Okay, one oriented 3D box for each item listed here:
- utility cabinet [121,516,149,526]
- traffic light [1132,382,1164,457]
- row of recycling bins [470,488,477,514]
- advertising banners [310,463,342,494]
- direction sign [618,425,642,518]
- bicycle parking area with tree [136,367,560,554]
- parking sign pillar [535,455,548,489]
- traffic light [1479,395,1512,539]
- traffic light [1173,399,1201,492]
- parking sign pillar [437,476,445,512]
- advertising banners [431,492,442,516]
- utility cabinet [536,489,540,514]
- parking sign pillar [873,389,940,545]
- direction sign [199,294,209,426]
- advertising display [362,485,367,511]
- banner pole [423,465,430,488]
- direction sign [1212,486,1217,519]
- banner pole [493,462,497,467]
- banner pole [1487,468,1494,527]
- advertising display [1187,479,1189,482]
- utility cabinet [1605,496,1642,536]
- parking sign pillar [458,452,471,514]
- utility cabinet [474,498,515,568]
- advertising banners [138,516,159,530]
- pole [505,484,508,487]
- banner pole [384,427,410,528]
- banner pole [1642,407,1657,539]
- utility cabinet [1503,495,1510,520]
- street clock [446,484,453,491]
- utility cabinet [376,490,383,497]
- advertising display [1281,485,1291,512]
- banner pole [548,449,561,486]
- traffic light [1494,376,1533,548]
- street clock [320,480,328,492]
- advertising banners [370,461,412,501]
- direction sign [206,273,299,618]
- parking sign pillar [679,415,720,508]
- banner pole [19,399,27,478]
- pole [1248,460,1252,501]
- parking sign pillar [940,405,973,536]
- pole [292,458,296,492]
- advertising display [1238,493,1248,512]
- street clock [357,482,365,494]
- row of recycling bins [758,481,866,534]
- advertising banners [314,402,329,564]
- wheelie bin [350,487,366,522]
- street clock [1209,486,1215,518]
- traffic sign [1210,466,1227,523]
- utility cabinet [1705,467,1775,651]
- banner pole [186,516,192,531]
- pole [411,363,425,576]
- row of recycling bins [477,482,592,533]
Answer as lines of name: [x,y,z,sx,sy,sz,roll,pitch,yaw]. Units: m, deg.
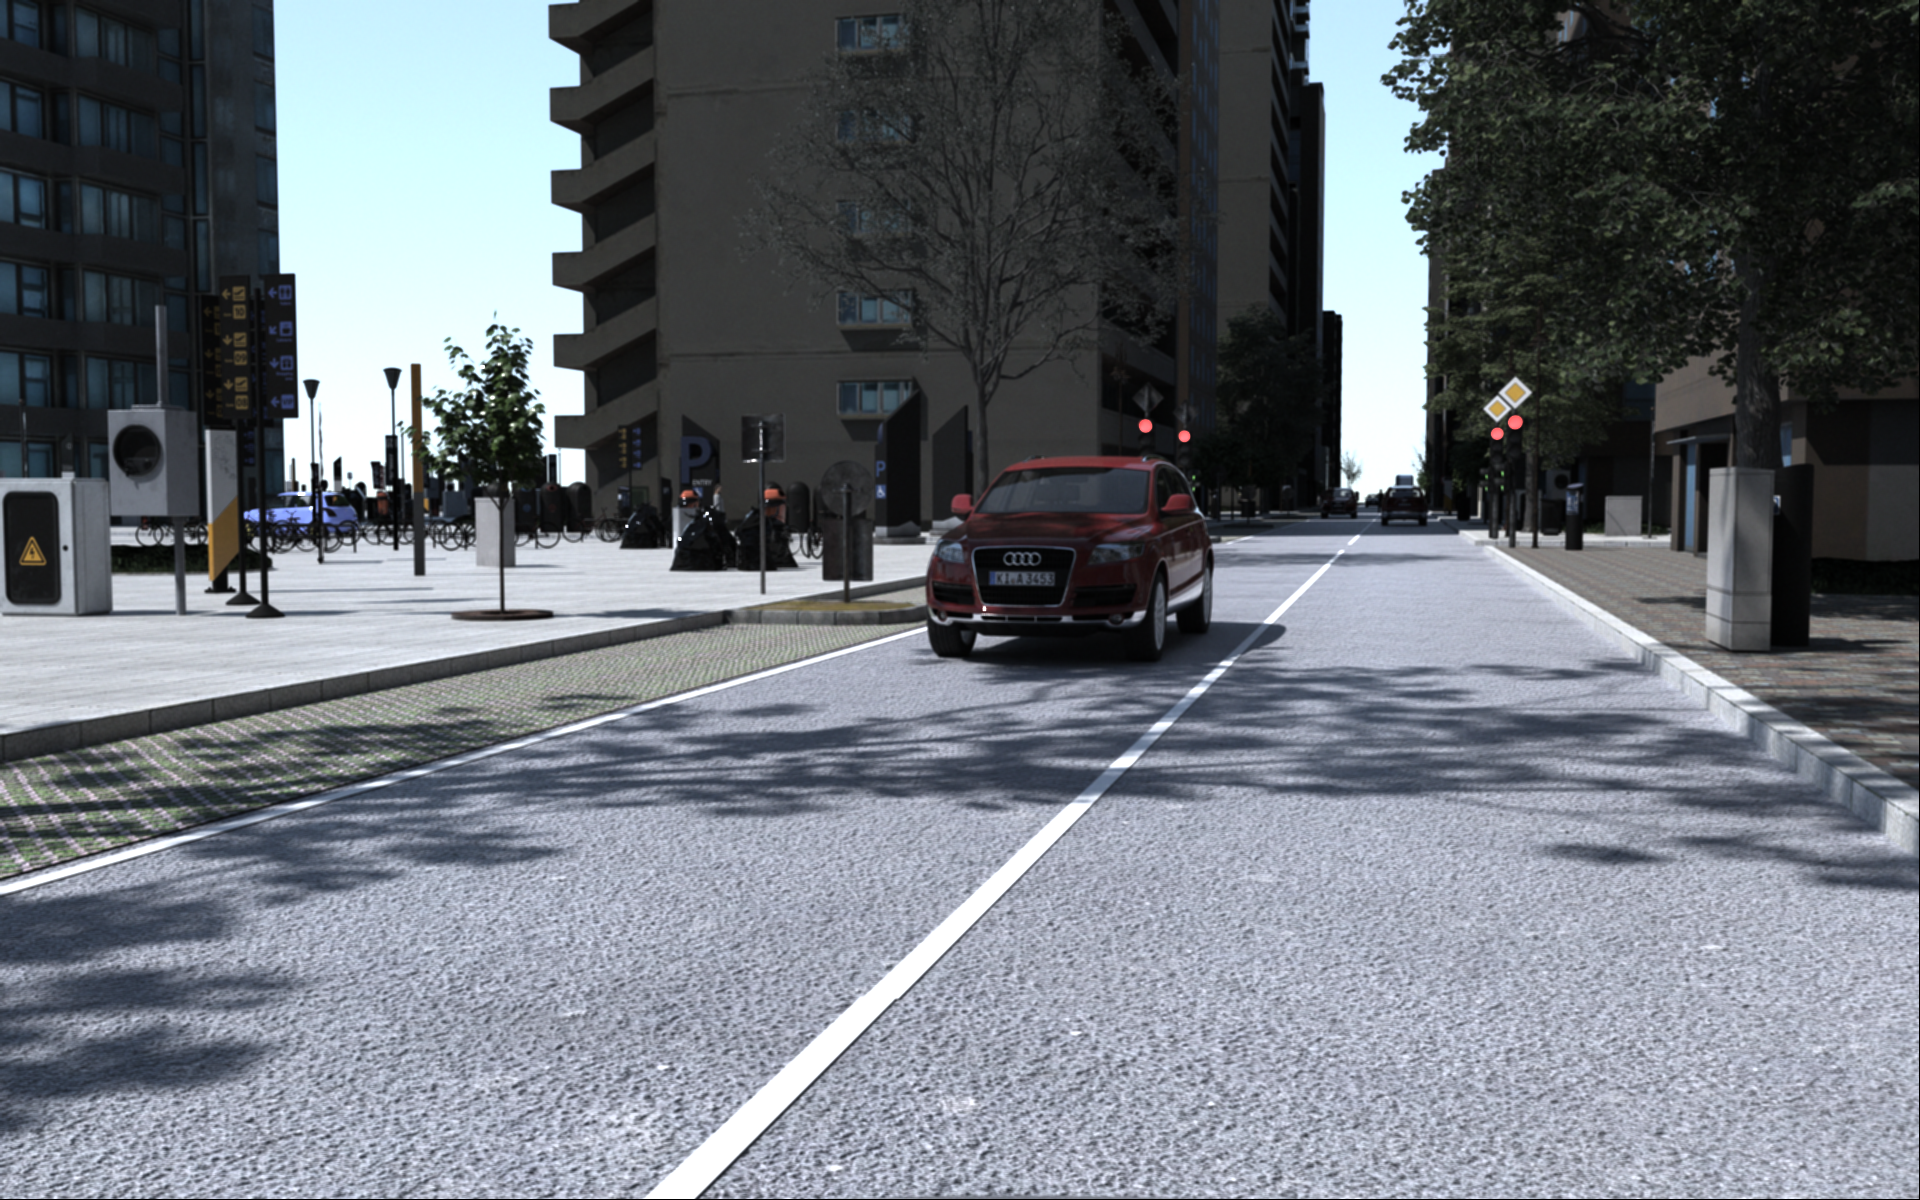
utility cabinet: [-33.067,-3.564,69.436,1.020,1.237,0.306,0,4,6]
traffic light: [4.714,-3.339,43.509,0.839,4.253,0.868,1,4,14]
row of recycling bins: [-25.937,-5.367,94.858,1.069,1.692,3.534,0,4,1]
advertising banners: [-35.750,-6.228,98.014,0.090,3.025,2.074,3,5,45]
direction sign: [-10.834,-3.970,56.903,0.876,3.537,0.379,1,4,21]
bicycle parking area with tree: [-14.689,-3.324,41.356,9.016,4.147,8.231,-2,4,-27]
parking sign pillar: [-28.925,-7.961,118.634,1.447,3.967,1.447,-3,5,-43]
traffic light: [15.181,-3.681,49.108,0.839,4.253,0.868,1,4,14]
traffic light: [6.686,-3.812,51.248,0.839,4.253,0.868,1,4,14]
parking sign pillar: [-37.144,-8.286,123.952,1.447,3.967,1.447,-1,4,-20]
advertising banners: [-30.252,-6.340,99.845,2.074,3.025,0.090,-3,5,-41]
utility cabinet: [-18.798,-4.247,78.114,1.173,1.500,0.318,0,4,7]
parking sign pillar: [-1.587,-3.411,44.239,1.447,3.967,1.447,3,5,40]
direction sign: [-8.337,-1.715,20.042,0.379,3.537,0.876,3,4,36]
advertising display: [-44.245,-7.521,128.187,0.123,1.923,0.974,1,4,13]
banner pole: [-27.403,-6.008,88.255,0.863,3.779,0.401,0,4,1]
direction sign: [13.091,-5.905,88.546,0.379,3.537,0.876,1,4,22]
banner pole: [-23.848,-5.976,87.718,0.863,3.779,0.401,-2,4,-27]
banner pole: [20.860,-4.754,67.744,0.401,3.779,0.863,1,4,14]
advertising display: [8.613,-3.730,66.196,0.123,1.923,0.974,1,4,20]
utility cabinet: [20.188,-2.541,52.709,1.020,1.237,0.306,1,4,9]
parking sign pillar: [-29.826,-7.133,105.103,1.447,3.967,1.447,2,4,29]
utility cabinet: [-8.206,-1.189,30.596,0.306,1.237,1.020,-3,5,-40]
advertising banners: [-28.949,-3.991,61.439,0.090,3.025,2.074,0,4,-1]
pole: [-20.374,-5.130,77.712,0.158,3.312,0.155,0,3,0]
banner pole: [-21.038,-4.567,64.694,0.863,3.779,0.401,-2,4,-31]
banner pole: [19.824,-3.645,49.608,0.401,3.779,0.863,1,4,16]
utility cabinet: [26.747,-4.480,84.404,0.306,1.237,1.020,0,4,3]
street clock: [-37.320,-7.471,126.726,0.358,2.002,0.471,3,5,43]
utility cabinet: [-33.311,-5.549,99.403,0.318,1.500,1.173,-1,4,-22]
advertising display: [23.454,-7.297,124.527,0.974,1.923,0.123,-3,5,-41]
banner pole: [-22.257,-6.444,95.383,0.863,3.779,0.401,-2,4,-26]
traffic light: [13.209,-3.208,41.369,0.839,4.253,0.868,1,4,14]
street clock: [-32.436,-5.125,88.362,0.358,2.002,0.471,0,4,4]
advertising banners: [-30.408,-5.897,92.601,2.074,3.025,0.090,-1,4,-21]
direction sign: [-7.243,-1.587,17.949,0.876,3.537,0.379,1,4,13]
parking sign pillar: [-8.790,-4.282,58.487,1.447,3.967,1.447,1,4,13]
banner pole: [-24.888,-3.430,46.096,0.401,3.779,0.863,-1,4,-22]
pole: [17.263,-6.684,103.134,0.158,3.312,0.155,0,3,0]
parking sign pillar: [-0.221,-3.955,53.141,1.447,3.967,1.447,3,4,39]
pole: [-37.521,-6.344,97.565,0.158,3.312,0.155,0,3,0]
advertising display: [20.133,-7.183,122.654,0.974,1.923,0.123,3,4,39]
street clock: [-35.149,-5.940,101.690,0.471,2.002,0.358,-1,4,-21]
row of recycling bins: [-4.838,-3.036,56.759,3.534,1.692,1.069,-1,4,-11]
advertising banners: [-12.042,-2.227,32.605,0.090,3.025,2.074,-1,4,-18]
wheelie bin: [-27.507,-4.348,78.998,0.693,1.594,0.980,0,4,-5]
street clock: [13.276,-5.294,91.132,0.471,2.002,0.358,3,4,38]
traffic sign: [11.549,-4.727,77.387,0.768,2.556,0.104,1,4,20]
utility cabinet: [6.516,-0.354,14.465,0.318,1.500,1.173,1,4,14]
banner pole: [-26.732,-4.280,59.995,0.401,3.779,0.863,-1,4,-11]
pole: [-8.505,-2.039,27.174,0.158,3.312,0.155,0,3,0]
row of recycling bins: [-14.049,-3.087,57.586,3.534,1.692,1.069,-2,4,-24]
